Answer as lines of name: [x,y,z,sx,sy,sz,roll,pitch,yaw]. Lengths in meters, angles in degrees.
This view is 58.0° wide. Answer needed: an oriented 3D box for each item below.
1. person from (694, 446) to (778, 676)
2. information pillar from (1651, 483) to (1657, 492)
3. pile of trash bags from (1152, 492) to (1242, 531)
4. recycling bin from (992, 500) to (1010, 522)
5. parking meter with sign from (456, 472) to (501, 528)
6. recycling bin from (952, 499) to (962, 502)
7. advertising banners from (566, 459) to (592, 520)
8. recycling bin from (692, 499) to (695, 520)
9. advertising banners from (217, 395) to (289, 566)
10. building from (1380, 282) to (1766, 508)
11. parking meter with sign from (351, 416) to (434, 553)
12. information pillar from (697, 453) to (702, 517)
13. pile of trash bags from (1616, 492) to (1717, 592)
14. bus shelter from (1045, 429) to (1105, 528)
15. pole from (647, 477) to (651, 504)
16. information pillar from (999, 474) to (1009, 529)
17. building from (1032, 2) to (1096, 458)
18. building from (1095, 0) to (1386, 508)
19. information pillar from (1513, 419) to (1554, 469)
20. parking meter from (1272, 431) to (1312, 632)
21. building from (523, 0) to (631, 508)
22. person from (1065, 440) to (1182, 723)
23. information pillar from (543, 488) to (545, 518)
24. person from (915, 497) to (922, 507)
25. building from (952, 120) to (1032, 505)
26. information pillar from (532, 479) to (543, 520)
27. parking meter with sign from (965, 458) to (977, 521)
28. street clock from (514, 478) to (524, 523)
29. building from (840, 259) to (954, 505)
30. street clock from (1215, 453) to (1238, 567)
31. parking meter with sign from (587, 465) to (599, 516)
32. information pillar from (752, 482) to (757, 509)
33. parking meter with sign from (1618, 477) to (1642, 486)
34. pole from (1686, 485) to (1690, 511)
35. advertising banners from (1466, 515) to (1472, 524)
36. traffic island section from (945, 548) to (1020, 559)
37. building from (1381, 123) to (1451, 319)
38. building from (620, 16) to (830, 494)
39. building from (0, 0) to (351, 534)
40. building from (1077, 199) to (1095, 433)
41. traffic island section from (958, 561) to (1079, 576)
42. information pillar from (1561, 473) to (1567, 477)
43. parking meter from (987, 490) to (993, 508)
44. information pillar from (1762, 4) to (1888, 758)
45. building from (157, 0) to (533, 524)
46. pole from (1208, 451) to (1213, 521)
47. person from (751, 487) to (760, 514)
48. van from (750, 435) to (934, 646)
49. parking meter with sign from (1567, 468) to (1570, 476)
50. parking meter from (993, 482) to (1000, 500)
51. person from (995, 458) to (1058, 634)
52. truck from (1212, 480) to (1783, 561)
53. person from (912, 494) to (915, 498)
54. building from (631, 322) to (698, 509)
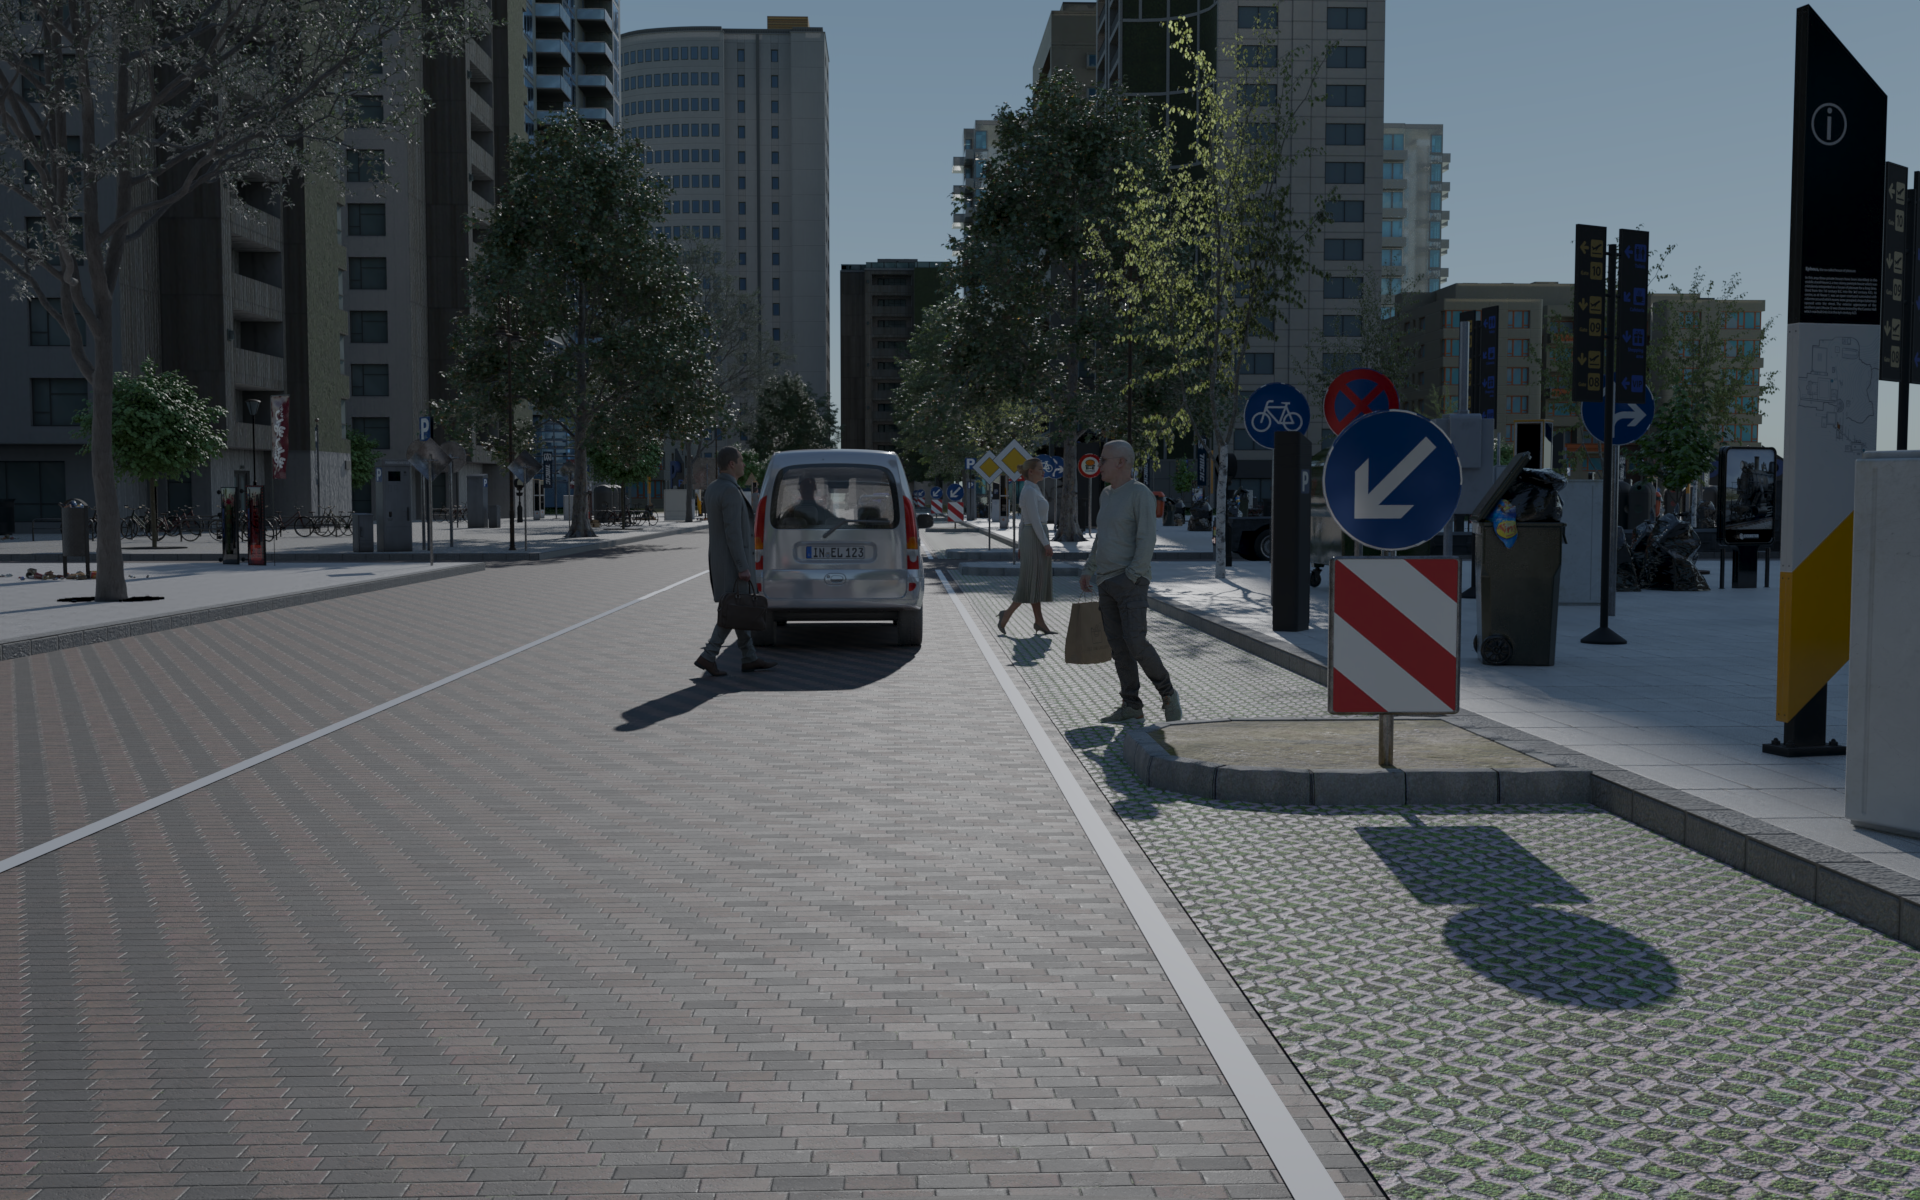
person: [-1.783,-0.317,13.780,0.767,1.812,0.694,-2,4,-25]
information pillar: [30.009,-4.321,75.145,0.304,2.012,0.304,-2,4,-26]
pile of trash bags: [8.222,-3.087,60.229,3.447,1.369,1.912,1,4,19]
recycling bin: [1.868,-4.082,79.296,0.722,1.027,0.722,1,4,12]
parking meter with sign: [-18.281,-4.240,65.589,1.738,3.016,0.543,1,4,10]
recycling bin: [-0.041,-6.008,110.789,0.722,1.027,0.722,3,4,39]
advertising banners: [-18.707,-5.551,86.952,2.074,3.025,0.090,0,4,-4]
recycling bin: [-13.811,-4.571,87.282,0.722,1.027,0.722,-2,4,-29]
advertising banners: [-12.664,-2.134,31.075,2.074,3.025,0.090,2,4,32]
building: [56.573,-19.724,167.528,28.899,21.520,27.650,0,4,-2]
parking meter with sign: [-12.627,-2.586,38.538,1.738,3.016,0.543,-3,5,-42]
information pillar: [-14.798,-6.537,98.236,0.183,3.616,0.504,-2,4,-24]
pile of trash bags: [9.149,-0.891,24.319,1.912,1.369,3.447,0,4,6]
bus shelter: [4.361,-4.557,65.788,1.731,3.624,6.357,0,4,-2]
pole: [-19.393,-6.984,108.024,0.158,3.312,0.155,0,3,0]
information pillar: [1.638,-3.656,64.270,0.304,2.012,0.304,1,4,12]
building: [18.506,-33.350,168.971,21.300,48.544,21.600,0,4,-2]
building: [19.590,-42.474,132.699,20.563,71.187,20.611,0,4,-2]
information pillar: [5.674,-0.777,17.192,0.304,2.012,0.304,2,4,35]
parking meter: [3.120,-0.646,16.270,0.255,1.863,0.399,2,4,31]
building: [-36.130,-49.803,126.958,22.319,86.520,31.000,0,4,-2]
person: [1.015,-0.116,10.880,0.515,1.767,0.782,-2,4,-29]
information pillar: [-22.040,-5.290,90.986,0.304,2.012,0.304,3,4,38]
person: [-4.453,-10.319,177.941,1.217,1.743,0.721,0,4,0]
building: [14.187,-36.761,220.647,30.456,49.044,23.786,0,4,-2]
information pillar: [-20.824,-4.932,85.135,0.304,2.012,0.304,-1,4,-22]
parking meter with sign: [0.572,-5.395,84.474,0.543,3.016,1.738,0,4,4]
street clock: [-19.781,-4.479,77.803,0.358,2.002,0.471,2,4,33]
building: [-7.892,-27.152,215.628,14.107,30.474,14.160,0,4,-2]
street clock: [4.695,-1.593,30.620,0.358,2.002,0.471,-1,4,-17]
parking meter with sign: [-21.685,-6.495,102.455,0.543,3.016,1.738,1,4,22]
information pillar: [-12.143,-5.984,102.322,0.304,2.012,0.304,-1,4,-13]
parking meter with sign: [33.858,-5.629,88.300,1.738,3.016,0.543,2,4,29]
pole: [35.426,-5.529,84.250,0.158,3.312,0.155,0,3,0]
advertising banners: [22.358,-4.846,75.425,2.074,3.025,0.090,-3,5,-41]
traffic island section: [0.691,-1.047,39.402,2.009,0.180,2.903,0,4,-2]
building: [45.796,-36.845,222.017,30.456,49.044,23.786,0,4,-2]
building: [-30.504,-41.305,217.329,28.212,58.520,21.231,0,4,-2]
building: [-30.925,-17.685,60.855,14.160,30.474,14.107,0,4,-2]
building: [16.538,-23.214,151.244,14.160,30.474,14.107,0,4,-2]
traffic island section: [1.003,-0.559,31.423,2.009,0.180,2.903,0,4,-2]
information pillar: [20.851,-3.400,60.084,0.304,2.012,0.304,3,4,37]
parking meter: [1.928,-6.247,110.543,0.372,1.533,0.369,0,3,0]
information pillar: [4.249,-1.046,8.464,0.504,3.616,0.183,-1,4,-14]
building: [-30.548,-19.389,88.713,14.160,30.474,14.107,0,4,-2]
pole: [11.740,-5.336,81.094,0.158,3.312,0.155,0,3,0]
person: [-9.980,-4.711,85.891,0.716,1.782,0.532,2,4,33]
van: [-1.247,-0.654,17.701,2.013,2.044,4.112,0,4,-3]
parking meter with sign: [39.391,-7.227,114.416,0.543,3.016,1.738,-2,4,-32]
parking meter: [1.770,-4.682,82.270,0.399,1.863,0.255,1,4,23]
person: [0.677,-0.540,17.557,0.641,1.798,0.478,1,4,11]
truck: [14.735,-2.799,35.525,18.799,4.110,2.967,0,4,0]
person: [-4.754,-10.210,176.903,0.415,1.643,0.593,0,4,-5]
building: [-40.946,-19.547,164.635,28.899,21.520,27.650,0,4,-2]
